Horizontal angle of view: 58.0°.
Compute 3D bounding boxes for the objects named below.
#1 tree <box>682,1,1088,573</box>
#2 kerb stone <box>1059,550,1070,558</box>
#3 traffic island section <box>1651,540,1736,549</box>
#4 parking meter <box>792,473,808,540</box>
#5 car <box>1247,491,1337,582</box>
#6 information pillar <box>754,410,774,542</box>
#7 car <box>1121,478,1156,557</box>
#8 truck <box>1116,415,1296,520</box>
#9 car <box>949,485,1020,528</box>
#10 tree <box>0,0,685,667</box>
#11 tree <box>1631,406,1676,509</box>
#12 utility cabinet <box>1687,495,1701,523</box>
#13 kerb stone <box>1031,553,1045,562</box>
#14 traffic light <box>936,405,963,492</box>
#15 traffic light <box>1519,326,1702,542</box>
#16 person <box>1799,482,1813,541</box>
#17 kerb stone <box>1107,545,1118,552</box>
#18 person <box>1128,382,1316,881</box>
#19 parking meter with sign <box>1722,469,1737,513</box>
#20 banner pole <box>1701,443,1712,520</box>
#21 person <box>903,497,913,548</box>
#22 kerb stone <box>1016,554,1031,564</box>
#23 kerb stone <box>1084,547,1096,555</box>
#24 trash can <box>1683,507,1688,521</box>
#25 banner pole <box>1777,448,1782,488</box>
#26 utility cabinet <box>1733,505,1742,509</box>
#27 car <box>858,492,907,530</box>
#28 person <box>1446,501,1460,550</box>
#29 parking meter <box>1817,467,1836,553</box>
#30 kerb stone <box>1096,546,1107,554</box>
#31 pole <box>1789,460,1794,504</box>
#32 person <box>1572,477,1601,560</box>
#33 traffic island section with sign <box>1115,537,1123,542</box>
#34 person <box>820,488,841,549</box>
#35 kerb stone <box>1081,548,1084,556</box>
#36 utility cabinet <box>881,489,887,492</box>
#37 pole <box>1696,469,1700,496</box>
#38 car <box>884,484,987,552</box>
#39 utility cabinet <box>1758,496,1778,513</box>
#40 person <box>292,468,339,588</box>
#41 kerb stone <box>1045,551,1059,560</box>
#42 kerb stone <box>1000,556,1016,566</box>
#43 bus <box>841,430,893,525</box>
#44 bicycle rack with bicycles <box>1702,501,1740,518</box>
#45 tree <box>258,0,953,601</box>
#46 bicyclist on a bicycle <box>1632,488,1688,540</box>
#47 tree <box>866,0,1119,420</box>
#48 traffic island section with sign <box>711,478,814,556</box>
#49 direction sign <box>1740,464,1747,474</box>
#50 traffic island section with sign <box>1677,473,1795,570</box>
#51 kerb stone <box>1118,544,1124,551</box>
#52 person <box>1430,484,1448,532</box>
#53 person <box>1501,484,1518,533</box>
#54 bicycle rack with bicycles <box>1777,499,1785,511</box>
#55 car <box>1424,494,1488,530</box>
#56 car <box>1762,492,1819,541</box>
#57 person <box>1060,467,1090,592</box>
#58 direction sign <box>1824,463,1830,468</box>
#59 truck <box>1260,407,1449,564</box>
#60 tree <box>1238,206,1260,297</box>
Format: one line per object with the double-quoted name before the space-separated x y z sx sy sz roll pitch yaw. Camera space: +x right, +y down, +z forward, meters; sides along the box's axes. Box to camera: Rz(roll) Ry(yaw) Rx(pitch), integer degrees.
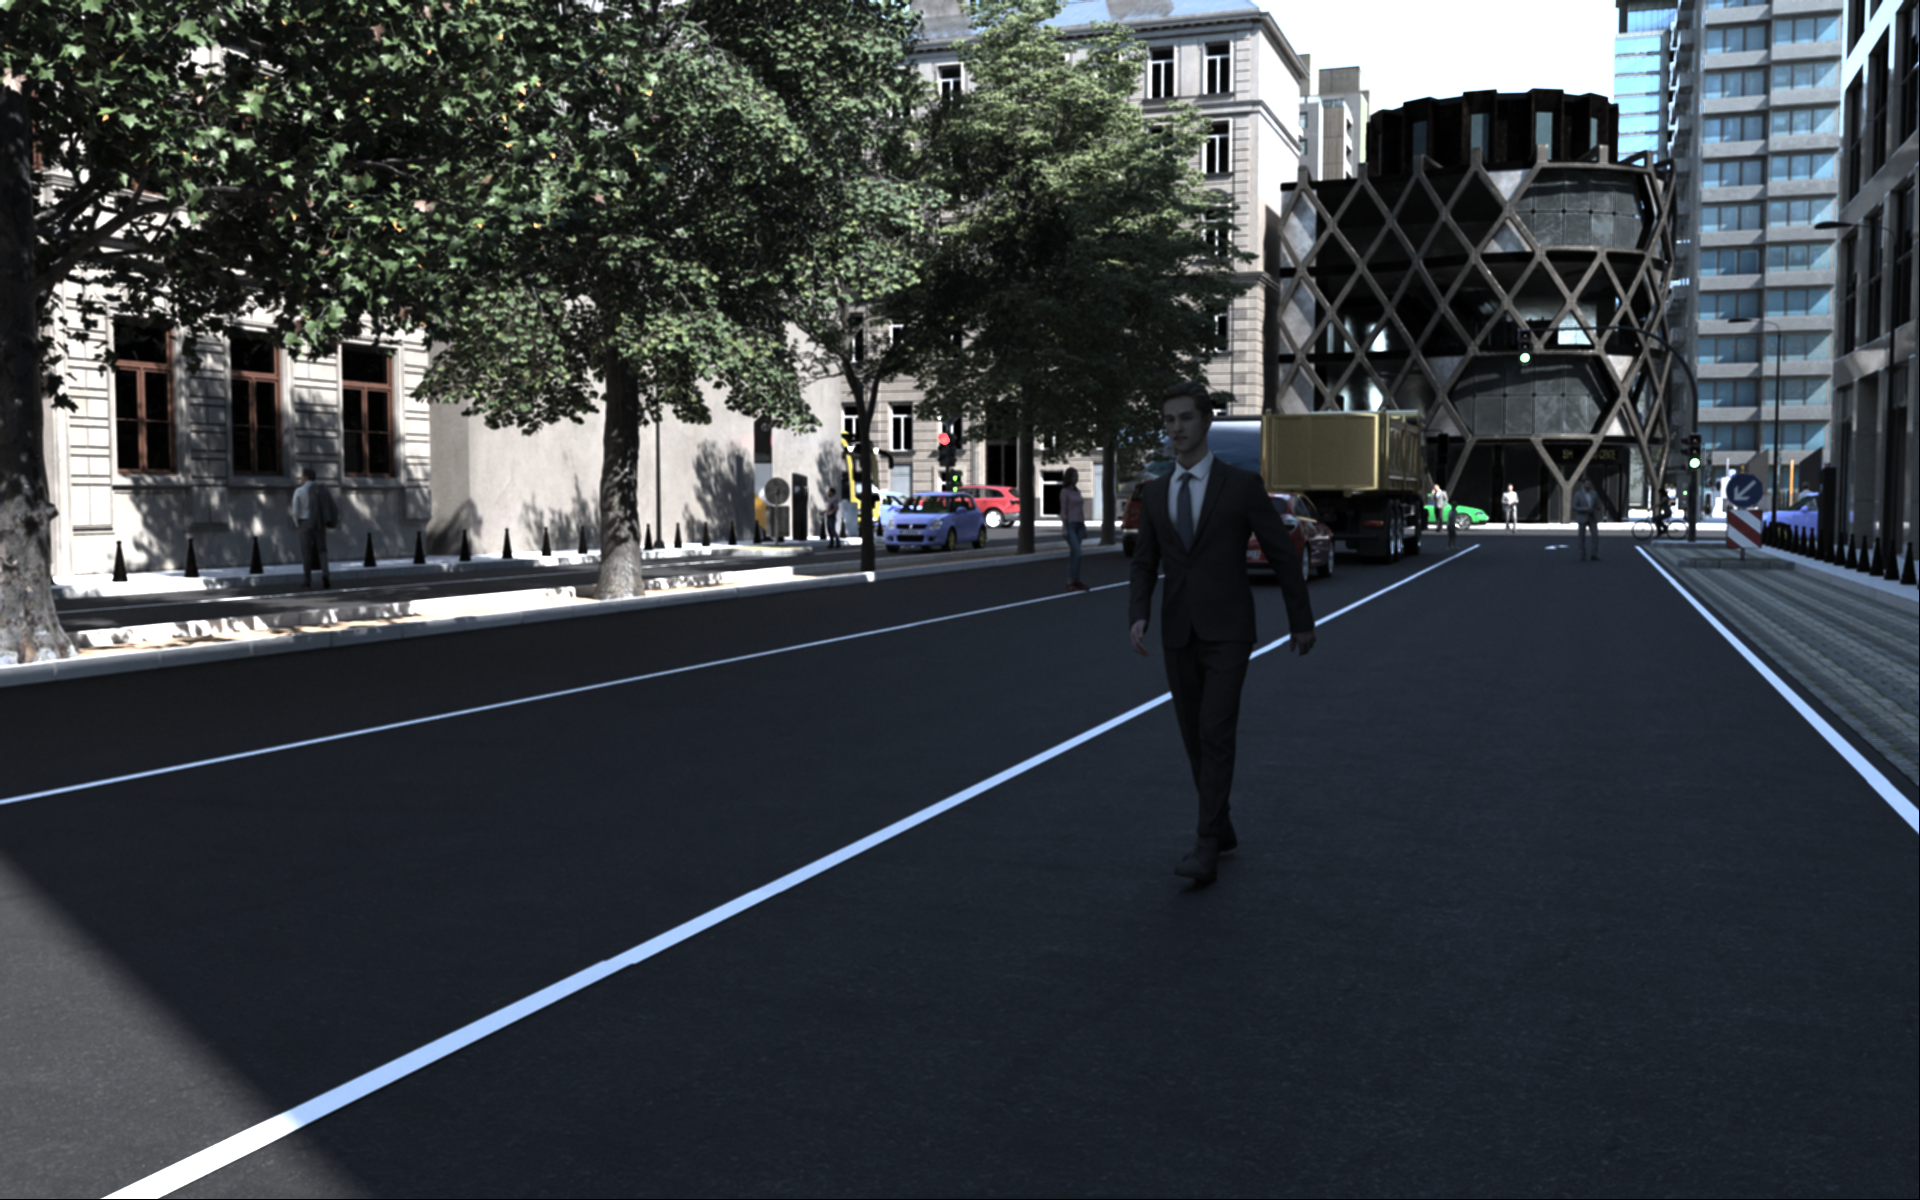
"tree" -1.528 -5.784 31.442 8.767 10.594 7.601 1 4 20
"kerb stone" 2.260 -1.021 38.889 0.120 0.150 1.000 1 4 20
"traffic island section" 19.633 -1.478 46.443 2.009 0.180 2.903 1 4 20
"parking meter" -4.461 -2.608 48.346 0.399 1.863 0.255 2 4 28
"car" 5.139 -1.219 28.965 2.155 1.783 4.494 1 4 20
"information pillar" -5.270 -3.372 46.493 0.504 3.616 0.183 1 4 14
"car" 5.264 -1.971 40.891 2.281 1.827 5.304 1 4 19
"truck" 11.364 -4.486 62.268 11.283 4.237 2.839 1 4 18
"car" 0.281 -3.984 73.815 5.304 1.827 2.281 1 4 18
"tree" -7.544 -5.766 13.741 9.611 12.733 9.660 0 3 0
"tree" 53.223 -11.212 133.680 4.360 8.622 3.978 0 3 0
"utility cabinet" 33.177 -4.103 78.253 0.306 1.237 1.020 0 4 6
"kerb stone" 1.564 -0.903 36.952 0.120 0.150 1.000 1 4 20
"traffic light" -0.369 -3.949 53.483 0.839 4.253 0.868 1 4 20
"traffic light" 17.601 -4.419 46.912 4.771 5.953 1.251 1 4 20
"person" 25.139 -2.615 51.489 0.641 1.798 0.478 -2 4 -35
"kerb stone" 3.650 -1.258 42.760 0.120 0.150 1.000 1 4 20
"person" 0.909 0.106 6.540 0.659 1.850 0.755 2 4 34
"parking meter with sign" 53.381 -7.587 120.310 0.543 3.016 1.738 3 5 40
"banner pole" 36.652 -5.817 85.119 0.401 3.779 0.863 -1 4 -16
"person" -1.373 -2.050 45.933 0.435 1.345 0.340 3 5 44
"kerb stone" 1.220 -0.839 35.986 0.120 0.150 1.000 1 4 20
"kerb stone" 2.956 -1.139 40.825 0.120 0.150 1.000 1 4 20
"trash can" 34.385 -4.272 81.502 0.748 1.137 0.748 0 3 0
"banner pole" 39.501 -5.735 83.786 0.401 3.779 0.863 0 4 -1
"utility cabinet" 55.342 -7.026 123.550 1.173 1.500 0.318 0 4 3
"car" -2.656 -3.529 67.286 3.694 1.707 1.945 1 4 19
"person" 12.672 -1.915 44.497 0.332 1.250 0.352 -1 4 -12
"parking meter" 19.025 -1.976 38.025 0.255 1.863 0.399 1 4 9
"kerb stone" 3.300 -1.193 41.796 0.120 0.150 1.000 1 4 20
"pole" 49.583 -6.696 103.314 0.158 3.312 0.155 0 3 0
"person" 13.608 -1.761 37.498 0.606 1.804 0.583 -1 4 -8
"traffic island section with sign" 5.767 -2.663 51.671 2.006 1.907 1.989 1 4 20
"person" -3.346 -2.110 44.960 0.435 1.587 0.963 -2 4 -25
"kerb stone" 2.601 -1.080 39.856 0.120 0.150 1.000 1 4 20
"utility cabinet" -3.674 -4.501 82.264 0.318 1.500 1.173 0 4 3
"pole" 37.083 -5.706 87.142 0.158 3.312 0.155 0 3 0
"car" -0.615 -2.083 43.652 1.945 1.707 3.694 1 4 19
"utility cabinet" 34.666 -3.867 74.384 0.306 1.237 1.020 0 4 -7
"person" -9.806 -1.086 26.361 0.679 1.850 0.850 -3 4 -37
"kerb stone" 1.912 -0.962 37.924 0.120 0.150 1.000 1 4 20
"kerb stone" 0.877 -0.784 35.020 0.120 0.150 1.000 1 4 20
"bus" -8.660 -4.381 63.178 12.252 3.916 2.896 1 4 18
"bicycle rack with bicycles" 41.378 -4.939 94.128 2.852 0.926 2.925 2 4 35
"tree" -4.586 -6.970 23.071 9.857 13.997 8.962 0 3 0
"bicyclist on a bicycle" 21.639 -2.662 53.541 1.625 1.676 1.499 1 4 21
"tree" 1.500 -7.206 38.402 7.486 12.596 7.792 0 3 0
"traffic island section with sign" -4.568 -1.983 41.052 1.989 1.847 2.006 1 4 20
"direction sign" 58.607 -8.392 129.205 0.876 3.537 0.379 2 4 24
"traffic island section with sign" 15.061 -1.532 33.679 1.989 1.847 2.006 1 4 20
"kerb stone" 4.002 -1.314 43.730 0.120 0.150 1.000 1 4 20
"person" 18.020 -3.457 65.200 0.473 1.802 0.592 -2 4 -30
"person" 20.156 -3.346 63.413 0.606 1.804 0.583 0 4 1
"bicycle rack with bicycles" 49.986 -5.789 108.025 2.925 0.926 2.852 0 4 4
"car" 18.751 -3.714 69.512 4.718 1.807 1.959 1 4 18
"car" 23.865 -2.353 48.069 3.694 1.707 1.945 1 4 20
"person" 1.659 -1.033 25.402 0.388 1.821 0.555 2 4 30
"direction sign" 62.861 -8.175 125.661 0.379 3.537 0.876 -1 4 -17
"truck" 8.922 -2.640 39.083 3.469 3.379 9.791 1 4 20
"tree" 3.947 -7.660 45.823 7.486 12.596 7.792 0 3 0
